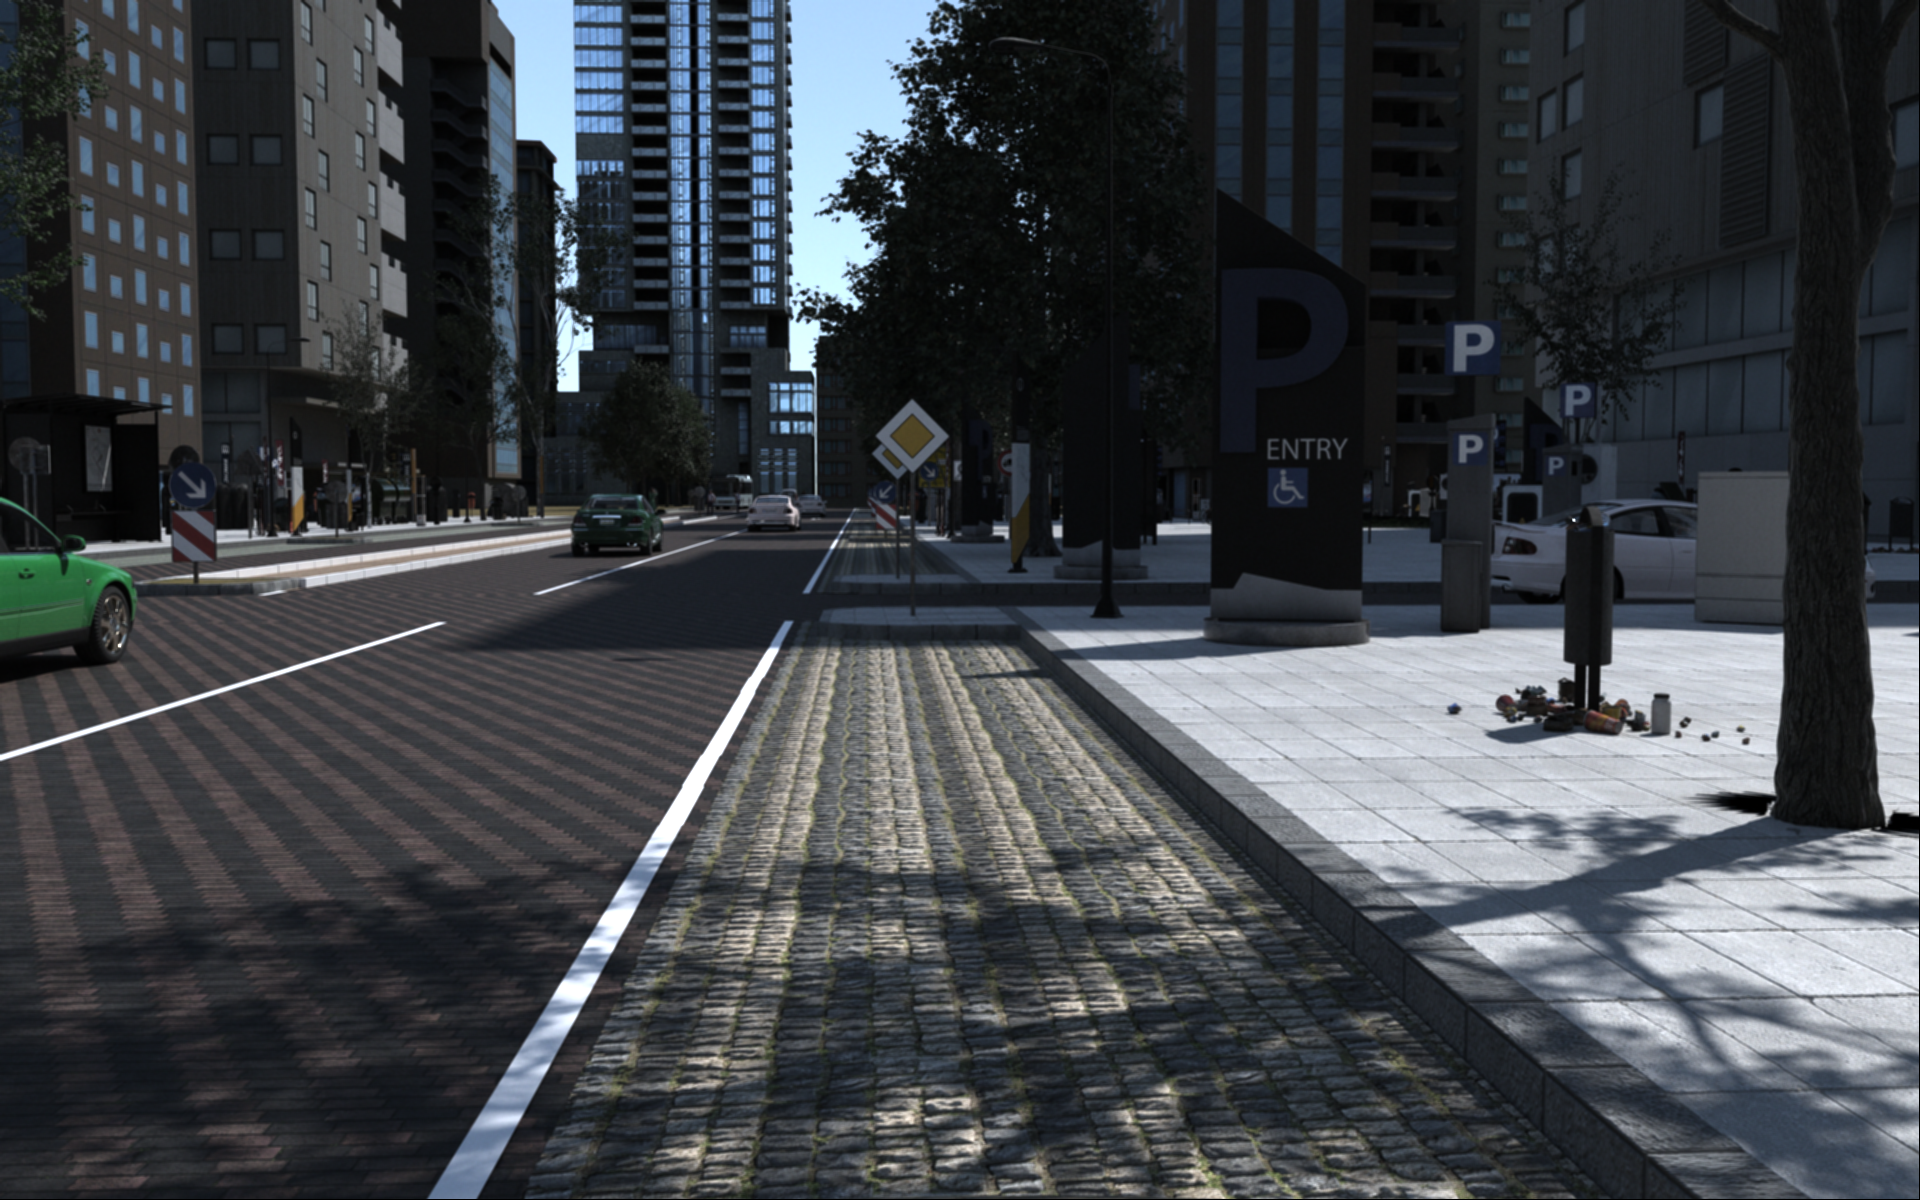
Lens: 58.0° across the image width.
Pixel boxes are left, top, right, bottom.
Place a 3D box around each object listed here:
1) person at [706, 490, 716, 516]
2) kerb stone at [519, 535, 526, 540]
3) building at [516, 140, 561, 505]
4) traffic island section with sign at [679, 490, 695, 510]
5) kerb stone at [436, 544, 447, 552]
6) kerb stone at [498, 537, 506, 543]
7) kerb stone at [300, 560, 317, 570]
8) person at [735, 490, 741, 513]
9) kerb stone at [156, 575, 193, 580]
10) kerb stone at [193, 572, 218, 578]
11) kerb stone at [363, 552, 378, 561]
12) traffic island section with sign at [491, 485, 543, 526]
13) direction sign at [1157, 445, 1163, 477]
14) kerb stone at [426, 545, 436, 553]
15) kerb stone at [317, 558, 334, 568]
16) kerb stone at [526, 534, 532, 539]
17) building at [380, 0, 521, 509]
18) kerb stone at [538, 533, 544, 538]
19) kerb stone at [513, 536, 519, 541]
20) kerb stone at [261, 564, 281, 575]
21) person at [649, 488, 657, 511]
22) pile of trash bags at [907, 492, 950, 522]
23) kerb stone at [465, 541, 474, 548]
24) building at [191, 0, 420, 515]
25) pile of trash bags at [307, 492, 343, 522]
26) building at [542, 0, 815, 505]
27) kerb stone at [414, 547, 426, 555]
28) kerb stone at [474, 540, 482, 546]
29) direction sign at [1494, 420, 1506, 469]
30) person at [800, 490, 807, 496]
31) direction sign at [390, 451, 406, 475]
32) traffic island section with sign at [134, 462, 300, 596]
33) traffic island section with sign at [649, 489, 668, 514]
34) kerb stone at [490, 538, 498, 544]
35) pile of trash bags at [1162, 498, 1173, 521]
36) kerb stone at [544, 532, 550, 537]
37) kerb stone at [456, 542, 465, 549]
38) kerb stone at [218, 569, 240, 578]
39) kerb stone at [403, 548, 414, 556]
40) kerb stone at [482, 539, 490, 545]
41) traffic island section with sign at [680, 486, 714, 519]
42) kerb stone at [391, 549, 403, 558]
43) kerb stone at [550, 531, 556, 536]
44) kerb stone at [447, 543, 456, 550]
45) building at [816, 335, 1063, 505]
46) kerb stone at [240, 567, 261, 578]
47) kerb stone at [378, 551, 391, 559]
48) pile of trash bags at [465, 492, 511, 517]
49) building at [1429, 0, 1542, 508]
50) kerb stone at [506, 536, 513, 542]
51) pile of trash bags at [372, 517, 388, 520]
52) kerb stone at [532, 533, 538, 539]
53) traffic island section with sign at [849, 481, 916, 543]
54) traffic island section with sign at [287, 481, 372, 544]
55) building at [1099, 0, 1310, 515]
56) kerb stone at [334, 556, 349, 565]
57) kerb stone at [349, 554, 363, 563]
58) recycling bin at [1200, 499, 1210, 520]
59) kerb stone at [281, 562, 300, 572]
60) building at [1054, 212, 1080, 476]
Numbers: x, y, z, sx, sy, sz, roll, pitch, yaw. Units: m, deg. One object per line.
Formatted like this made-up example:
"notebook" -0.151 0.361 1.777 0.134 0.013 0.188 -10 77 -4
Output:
"person" -16.595 -6.464 115.121 0.436 1.711 0.756 -3 5 -42
"kerb stone" -13.587 -1.895 53.291 0.120 0.150 1.000 0 4 -3
"building" -63.210 -33.789 207.068 28.867 44.769 22.147 0 4 -3
"traffic island section with sign" -24.015 -8.943 154.849 1.989 1.847 2.006 0 4 -3
"kerb stone" -13.013 -1.277 43.075 0.120 0.150 1.000 0 4 -3
"kerb stone" -13.418 -1.715 50.229 0.120 0.150 1.000 0 4 -3
"kerb stone" -12.449 -0.650 32.817 0.120 0.150 1.000 0 4 -3
"person" -16.578 -7.370 129.930 0.436 1.711 0.756 2 4 26
"kerb stone" -12.111 -0.273 26.675 0.120 0.150 1.000 0 4 -3
"kerb stone" -12.164 -0.336 27.706 0.120 0.150 1.000 0 4 -3
"kerb stone" -12.669 -0.901 36.920 0.120 0.150 1.000 0 4 -3
"traffic island section with sign" -19.695 -4.192 77.159 1.989 1.847 2.006 0 4 -3
"direction sign" 9.080 -5.422 80.641 0.379 3.537 0.876 -3 5 -41
"kerb stone" -12.965 -1.213 42.041 0.120 0.150 1.000 0 4 -3
"kerb stone" -12.505 -0.711 33.837 0.120 0.150 1.000 0 4 -3
"kerb stone" -13.648 -1.964 54.311 0.120 0.150 1.000 0 4 -3
"building" -47.770 -30.800 153.697 14.200 45.320 14.600 0 4 -3
"kerb stone" -13.760 -2.088 56.361 0.120 0.150 1.000 0 4 -3
"kerb stone" -13.538 -1.836 52.270 0.120 0.150 1.000 0 4 -3
"kerb stone" -12.344 -0.518 30.768 0.120 0.150 1.000 0 4 -3
"person" -17.462 -5.466 98.113 0.529 1.795 0.600 -3 4 -36
"pile of trash bags" -0.752 -4.247 79.183 3.447 1.369 1.912 1 4 12
"kerb stone" -13.195 -1.465 46.140 0.120 0.150 1.000 0 4 -3
"building" -52.275 -31.943 111.507 28.713 52.752 27.495 0 4 -3
"pile of trash bags" -29.539 -4.327 80.497 1.912 1.369 3.447 -1 4 -11
"building" -33.122 -54.672 206.562 31.000 86.520 22.319 0 4 -3
"kerb stone" -12.901 -1.150 41.016 0.120 0.150 1.000 0 4 -3
"kerb stone" -13.255 -1.527 47.164 0.120 0.150 1.000 0 4 -3
"direction sign" 16.254 -3.737 53.091 0.876 3.537 0.379 1 4 19
"person" -15.083 -9.695 167.044 1.348 1.821 0.705 1 4 23
"direction sign" -29.514 -6.059 91.059 0.876 3.537 0.379 0 4 -1
"traffic island section with sign" -10.971 -1.053 25.349 2.006 1.907 1.989 0 4 -3
"traffic island section with sign" -22.466 -7.238 126.973 1.989 1.847 2.006 0 4 -3
"kerb stone" -13.364 -1.649 49.208 0.120 0.150 1.000 0 4 -3
"pile of trash bags" 8.865 -4.474 82.903 1.912 1.369 3.447 2 4 27
"kerb stone" -13.818 -2.151 57.382 0.120 0.150 1.000 0 4 -3
"kerb stone" -13.136 -1.402 45.120 0.120 0.150 1.000 0 4 -3
"kerb stone" -12.228 -0.393 28.727 0.120 0.150 1.000 0 4 -3
"kerb stone" -12.854 -1.088 39.989 0.120 0.150 1.000 0 4 -3
"kerb stone" -13.310 -1.587 48.184 0.120 0.150 1.000 0 4 -3
"traffic island section with sign" -15.153 -5.641 100.371 2.006 1.907 1.989 0 4 -3
"kerb stone" -12.794 -1.026 38.968 0.120 0.150 1.000 0 4 -3
"kerb stone" -13.872 -2.209 58.403 0.120 0.150 1.000 0 4 -3
"kerb stone" -13.081 -1.339 44.095 0.120 0.150 1.000 0 4 -3
"building" -2.807 -22.494 212.812 28.899 21.520 27.650 0 4 -3
"kerb stone" -12.279 -0.462 29.747 0.120 0.150 1.000 0 4 -3
"kerb stone" -12.732 -0.963 37.948 0.120 0.150 1.000 0 4 -3
"pile of trash bags" -26.225 -5.390 97.873 3.447 1.369 1.912 -2 4 -27
"building" 52.990 -32.518 155.377 21.600 48.544 21.300 0 4 -3
"kerb stone" -13.473 -1.776 51.250 0.120 0.150 1.000 0 4 -3
"pile of trash bags" -28.664 -4.607 85.073 3.447 1.369 1.912 0 4 -4
"kerb stone" -13.704 -2.027 55.333 0.120 0.150 1.000 0 4 -3
"traffic island section with sign" -2.324 -2.628 51.601 1.989 1.847 2.006 0 4 -3
"traffic island section with sign" -18.202 -2.545 50.245 1.989 1.847 2.006 0 4 -3
"building" 16.780 -29.306 129.264 14.600 45.320 14.200 0 4 -3
"kerb stone" -12.562 -0.775 34.864 0.120 0.150 1.000 0 4 -3
"kerb stone" -12.624 -0.838 35.899 0.120 0.150 1.000 0 4 -3
"recycling bin" 11.960 -4.472 85.678 0.722 1.027 0.722 1 4 11
"kerb stone" -12.393 -0.587 31.794 0.120 0.150 1.000 0 4 -3
"building" 25.504 -38.233 214.347 27.495 52.752 28.713 0 4 -3
